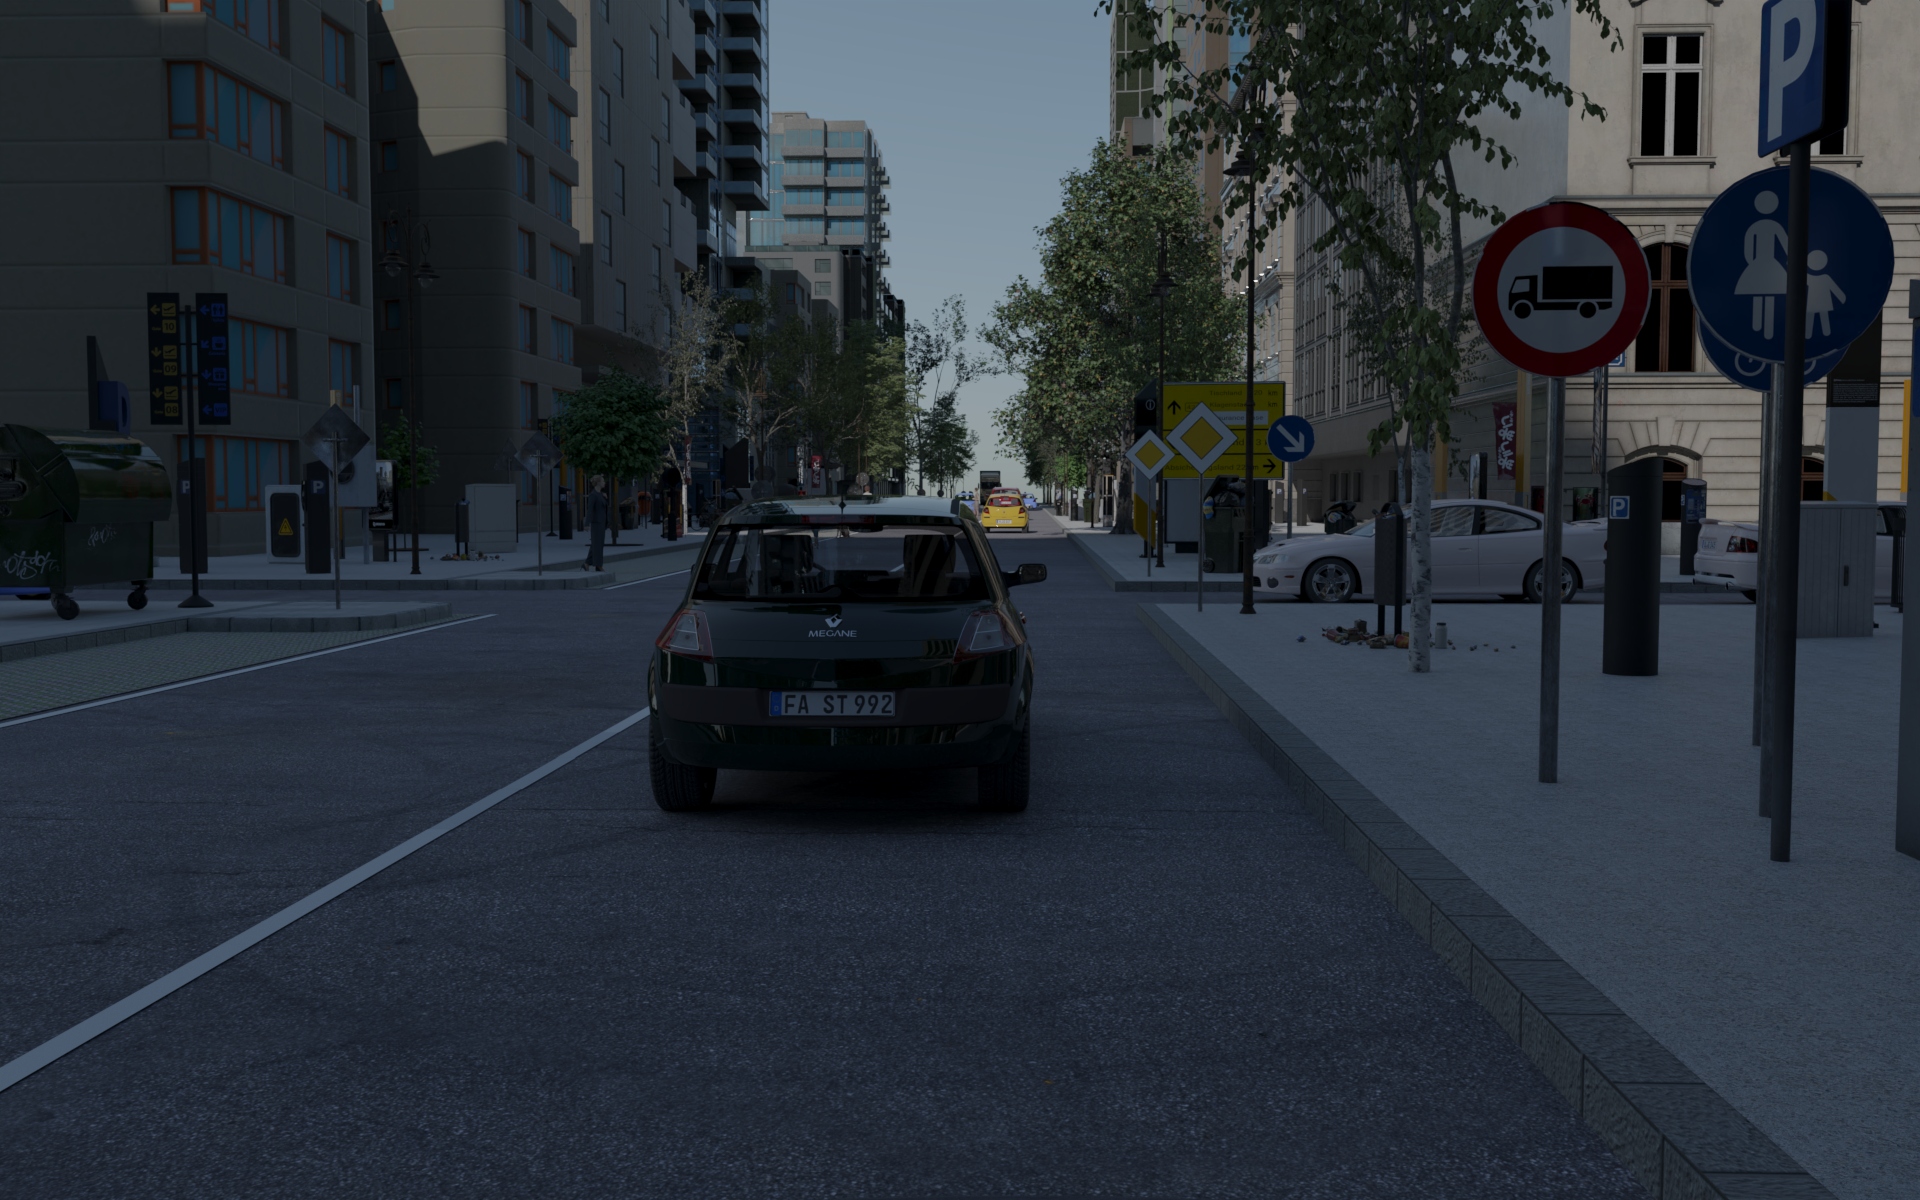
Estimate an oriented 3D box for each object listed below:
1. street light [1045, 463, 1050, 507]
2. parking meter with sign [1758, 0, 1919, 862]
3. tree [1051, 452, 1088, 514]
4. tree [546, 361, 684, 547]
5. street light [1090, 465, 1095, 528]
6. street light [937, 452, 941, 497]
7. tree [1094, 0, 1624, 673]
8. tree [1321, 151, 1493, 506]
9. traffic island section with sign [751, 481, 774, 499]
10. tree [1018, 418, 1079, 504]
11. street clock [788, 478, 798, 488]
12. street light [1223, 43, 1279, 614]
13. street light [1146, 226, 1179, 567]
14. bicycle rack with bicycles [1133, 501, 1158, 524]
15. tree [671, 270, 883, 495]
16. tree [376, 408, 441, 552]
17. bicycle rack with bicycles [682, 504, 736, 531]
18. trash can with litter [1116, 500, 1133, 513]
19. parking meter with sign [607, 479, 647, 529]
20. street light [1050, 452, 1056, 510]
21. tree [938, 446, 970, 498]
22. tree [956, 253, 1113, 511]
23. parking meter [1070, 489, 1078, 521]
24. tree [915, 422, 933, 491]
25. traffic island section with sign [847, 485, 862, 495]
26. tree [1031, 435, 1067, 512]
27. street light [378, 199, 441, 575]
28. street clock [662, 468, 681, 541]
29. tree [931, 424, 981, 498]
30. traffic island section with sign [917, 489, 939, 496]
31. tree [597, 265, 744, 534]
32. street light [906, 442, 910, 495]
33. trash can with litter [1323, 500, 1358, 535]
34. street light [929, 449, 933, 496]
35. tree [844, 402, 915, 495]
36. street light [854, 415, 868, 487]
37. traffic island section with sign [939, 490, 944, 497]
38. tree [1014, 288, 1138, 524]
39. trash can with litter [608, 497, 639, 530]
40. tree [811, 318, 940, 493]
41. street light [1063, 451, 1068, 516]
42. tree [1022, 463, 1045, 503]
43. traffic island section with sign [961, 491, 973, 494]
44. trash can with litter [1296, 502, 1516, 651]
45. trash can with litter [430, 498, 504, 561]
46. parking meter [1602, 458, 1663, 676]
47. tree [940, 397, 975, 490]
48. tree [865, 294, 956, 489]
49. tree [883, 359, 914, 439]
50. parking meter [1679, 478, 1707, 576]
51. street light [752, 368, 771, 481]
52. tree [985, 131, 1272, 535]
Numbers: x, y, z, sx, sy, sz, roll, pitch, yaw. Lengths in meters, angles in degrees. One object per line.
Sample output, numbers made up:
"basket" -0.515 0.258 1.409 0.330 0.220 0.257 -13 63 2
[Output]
"street light" 9.286 -12.550 177.984 0.468 5.910 1.993 0 4 2
"parking meter with sign" 3.694 -0.590 5.911 1.738 3.016 0.543 0 4 4
"tree" 7.572 -7.893 112.767 4.285 4.588 4.351 0 3 0
"tree" -8.517 -3.622 42.934 4.285 4.588 4.351 0 3 0
"street light" 5.008 -5.662 65.368 0.468 5.910 1.993 0 4 2
"street light" -2.295 -13.125 187.386 0.468 5.910 1.993 0 4 2
"tree" 3.081 -3.784 12.231 4.737 8.622 4.395 0 3 0
"tree" 9.521 -5.285 36.767 4.360 8.622 3.978 0 3 0
"traffic island section with sign" -5.724 -2.535 50.071 1.989 1.847 2.006 0 4 2
"tree" 12.590 -19.410 243.104 9.928 11.665 9.643 0 3 0
"street clock" -7.689 -4.620 80.111 0.471 2.002 0.358 -2 4 -33
"street light" 3.090 -2.790 18.407 0.468 5.910 1.993 0 4 2
"street light" 3.506 -3.509 30.161 0.468 5.910 1.993 0 4 2
"bicycle rack with bicycles" 8.848 -3.678 73.519 2.925 0.926 2.852 -3 4 -36
"tree" -8.087 -8.390 71.587 8.767 10.594 7.601 0 4 3
"tree" -12.625 -2.711 38.927 1.663 3.219 1.824 0 3 0
"bicycle rack with bicycles" -8.248 -2.871 60.322 2.925 0.926 2.852 -3 5 -44
"trash can with litter" 6.583 -3.489 68.425 0.624 1.170 1.055 1 4 19
"parking meter with sign" -12.284 -4.144 64.015 1.738 3.016 0.543 2 4 27
"street light" 7.863 -10.393 142.706 0.468 5.910 1.993 0 4 2
"tree" -0.608 -18.497 252.785 4.360 8.622 3.978 0 3 0
"tree" 6.973 -16.888 132.008 12.611 20.169 13.585 0 3 0
"parking meter" 5.463 -4.545 82.728 0.372 1.533 0.369 0 3 0
"tree" -4.392 -11.160 132.826 4.737 8.622 4.395 0 3 0
"traffic island section with sign" -4.674 -4.187 77.085 1.989 1.847 2.006 0 4 2
"tree" 6.944 -10.518 122.335 4.360 8.622 3.978 0 3 0
"street light" -8.704 -3.348 27.522 0.468 5.910 1.993 0 4 2
"street clock" -7.874 -2.616 47.343 0.358 2.002 0.471 3 5 44
"tree" -1.119 -19.546 245.336 9.928 11.665 9.643 0 3 0
"traffic island section with sign" -2.753 -7.163 125.736 1.989 1.847 2.006 0 4 2
"tree" -9.018 -6.407 55.118 4.360 8.622 3.978 0 3 0
"street light" -4.214 -10.207 139.673 0.468 5.910 1.993 0 4 2
"trash can with litter" 6.552 -1.173 30.564 0.624 1.170 1.055 -1 4 -17
"street light" -2.946 -12.344 174.611 0.468 5.910 1.993 0 4 2
"tree" -6.118 -10.410 120.568 4.737 8.622 4.395 0 3 0
"street light" -5.786 -7.744 99.401 0.468 5.910 1.993 0 4 2
"traffic island section with sign" -1.655 -8.862 153.519 1.989 1.847 2.006 0 4 2
"tree" 6.106 -8.577 74.643 7.601 10.594 8.767 3 5 43
"trash can with litter" -11.945 -3.063 61.463 0.624 1.170 1.055 2 4 34
"tree" -6.045 -11.871 112.219 7.486 12.596 7.792 0 3 0
"street light" 6.500 -8.256 107.772 0.468 5.910 1.993 0 4 2
"tree" 12.693 -20.522 253.656 7.486 12.596 7.792 0 3 0
"traffic island section with sign" 1.561 -13.858 235.213 1.989 1.847 2.006 0 4 2
"trash can with litter" 3.753 -0.249 15.134 1.678 1.210 2.233 0 4 -2
"trash can with litter" -9.557 -1.405 34.033 1.678 1.210 2.233 0 4 2
"parking meter" 4.785 -0.239 12.321 0.372 1.533 0.369 0 3 0
"tree" -2.101 -17.376 202.228 7.486 12.596 7.792 0 3 0
"tree" -2.469 -18.794 163.171 12.611 20.169 13.585 0 3 0
"tree" -6.484 -9.248 85.625 8.767 10.594 7.601 0 4 -8
"parking meter" 11.605 -1.162 27.408 0.372 1.533 0.369 0 3 0
"street light" -7.257 -5.552 63.556 0.468 5.910 1.993 0 4 2
"tree" 5.375 -8.437 54.945 9.611 12.733 9.660 0 3 0
